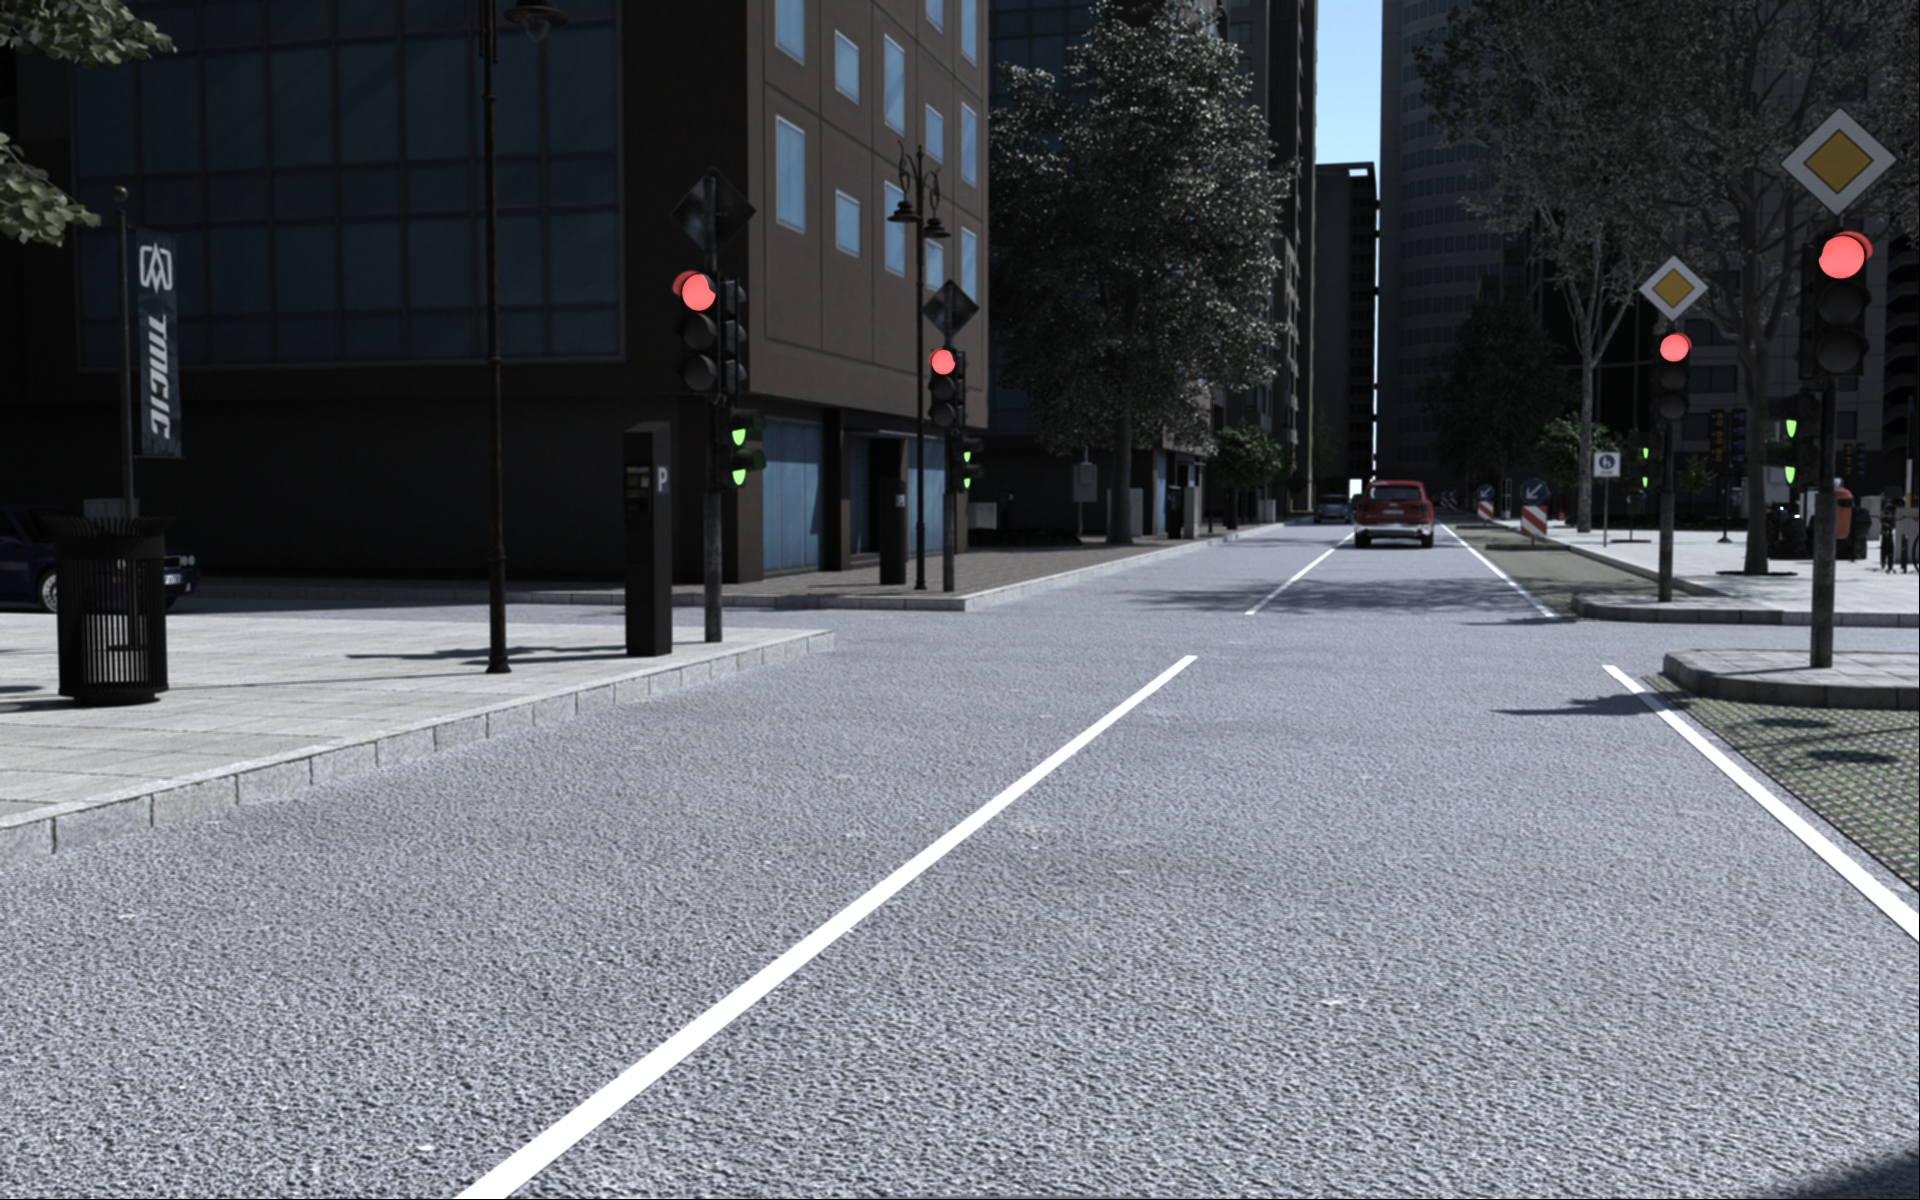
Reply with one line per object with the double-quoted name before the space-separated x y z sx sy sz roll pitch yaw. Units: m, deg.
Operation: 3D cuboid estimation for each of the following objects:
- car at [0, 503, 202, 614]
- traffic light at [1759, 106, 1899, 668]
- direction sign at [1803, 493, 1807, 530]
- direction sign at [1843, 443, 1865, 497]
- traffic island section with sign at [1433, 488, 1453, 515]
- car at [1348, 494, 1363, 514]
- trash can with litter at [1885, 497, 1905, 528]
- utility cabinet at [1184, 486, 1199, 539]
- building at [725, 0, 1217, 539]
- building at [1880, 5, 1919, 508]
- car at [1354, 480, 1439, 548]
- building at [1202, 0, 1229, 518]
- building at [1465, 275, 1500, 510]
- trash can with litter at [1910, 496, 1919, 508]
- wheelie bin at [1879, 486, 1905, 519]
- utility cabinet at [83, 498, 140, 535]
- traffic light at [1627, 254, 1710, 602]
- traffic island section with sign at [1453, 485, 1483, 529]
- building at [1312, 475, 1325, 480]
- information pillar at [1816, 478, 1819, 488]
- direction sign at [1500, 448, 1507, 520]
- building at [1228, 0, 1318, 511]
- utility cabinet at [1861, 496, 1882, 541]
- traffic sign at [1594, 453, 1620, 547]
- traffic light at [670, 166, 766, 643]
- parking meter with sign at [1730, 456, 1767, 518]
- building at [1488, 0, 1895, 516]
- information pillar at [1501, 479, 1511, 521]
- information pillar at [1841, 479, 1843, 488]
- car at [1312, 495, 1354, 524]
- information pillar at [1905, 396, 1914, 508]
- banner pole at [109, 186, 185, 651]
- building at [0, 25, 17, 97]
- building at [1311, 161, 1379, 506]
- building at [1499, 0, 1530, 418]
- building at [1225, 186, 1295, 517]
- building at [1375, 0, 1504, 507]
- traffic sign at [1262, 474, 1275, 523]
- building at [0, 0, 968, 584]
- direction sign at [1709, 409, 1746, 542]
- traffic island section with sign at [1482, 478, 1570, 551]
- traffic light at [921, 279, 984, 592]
"car" -11.224 -0.501 20.774 3.894 1.354 1.945 1 4 13
"traffic light" 6.369 -1.456 12.734 0.839 4.253 0.868 1 4 14
"direction sign" 21.461 -3.176 43.930 0.379 3.537 0.876 3 4 36
"direction sign" 39.962 -5.228 77.471 0.876 3.537 0.379 3 5 41
"traffic island section with sign" 33.904 -6.792 119.672 1.989 1.847 2.006 1 4 14
"car" 29.674 -7.282 127.854 1.959 1.807 4.718 1 4 13
"trash can with litter" 35.379 -3.294 65.239 1.055 1.170 0.624 -2 4 -35
"utility cabinet" 6.620 -2.507 49.664 0.318 1.500 1.173 1 4 14
"building" 1.319 -25.108 60.622 14.600 45.320 14.200 1 4 14
"building" 83.275 -30.467 148.251 14.200 45.320 14.600 1 4 14
"car" 11.931 -2.370 47.421 2.281 1.827 5.304 1 4 16
"building" 1.759 -28.342 87.101 21.300 48.544 21.600 1 4 14
"building" 58.035 -18.496 147.445 27.650 21.520 28.899 1 4 14
"trash can with litter" 46.502 -4.522 84.990 2.233 1.210 1.678 3 5 41
"wheelie bin" 38.655 -3.913 71.891 0.980 1.594 0.693 1 4 9
"utility cabinet" -12.483 -0.876 25.485 1.020 1.237 0.306 2 4 35
"traffic light" 8.358 -1.930 20.468 0.839 4.253 0.868 1 4 14
"traffic island section with sign" 21.341 -3.804 70.830 1.989 1.847 2.006 1 4 14
"building" 19.064 -31.001 161.496 28.867 44.769 22.147 1 4 14
"information pillar" 38.792 -4.502 78.094 0.304 2.012 0.304 0 4 1
"direction sign" 27.077 -5.752 86.044 0.379 3.537 0.876 2 4 24
"building" 19.693 -27.469 132.718 14.154 41.232 14.086 1 4 14
"utility cabinet" 25.266 -2.258 48.086 0.306 1.237 1.020 1 4 14
"traffic sign" 15.641 -2.435 41.934 0.606 2.300 0.079 1 4 20
"traffic light" -2.121 -1.589 14.893 0.839 4.253 0.868 1 4 14
"parking meter with sign" 36.142 -5.069 79.147 1.738 3.016 0.543 0 4 6
"building" 44.851 -40.999 108.588 20.563 71.187 20.611 1 4 14
"information pillar" 26.367 -4.839 83.616 0.304 2.012 0.304 -2 4 -29
"information pillar" 43.653 -4.995 86.152 0.304 2.012 0.304 -1 4 -21
"car" 18.466 -4.507 85.685 2.014 1.417 4.499 1 4 14
"information pillar" 22.712 -3.064 41.454 0.183 3.616 0.504 2 4 25
"banner pole" -6.766 -1.492 14.412 0.401 3.779 0.863 1 4 17
"building" -21.461 -16.074 34.515 14.107 30.474 14.160 1 4 14
"building" 34.702 -30.763 194.854 23.993 40.220 32.217 1 4 14
"building" 47.072 -27.150 127.505 14.154 41.232 14.086 1 4 14
"building" 7.080 -16.473 114.377 27.650 21.520 28.899 1 4 14
"building" 58.505 -39.148 182.063 28.212 58.520 21.231 1 4 14
"traffic sign" 13.315 -4.610 75.474 0.768 2.556 0.104 1 4 19
"building" -7.835 -23.319 31.385 14.600 45.320 14.200 1 4 14
"direction sign" 20.372 -3.304 46.025 0.876 3.537 0.379 1 4 13
"traffic island section with sign" 14.540 -2.188 44.396 1.989 1.847 2.006 1 4 14
"traffic light" -0.132 -2.062 22.627 0.839 4.253 0.868 1 4 14
